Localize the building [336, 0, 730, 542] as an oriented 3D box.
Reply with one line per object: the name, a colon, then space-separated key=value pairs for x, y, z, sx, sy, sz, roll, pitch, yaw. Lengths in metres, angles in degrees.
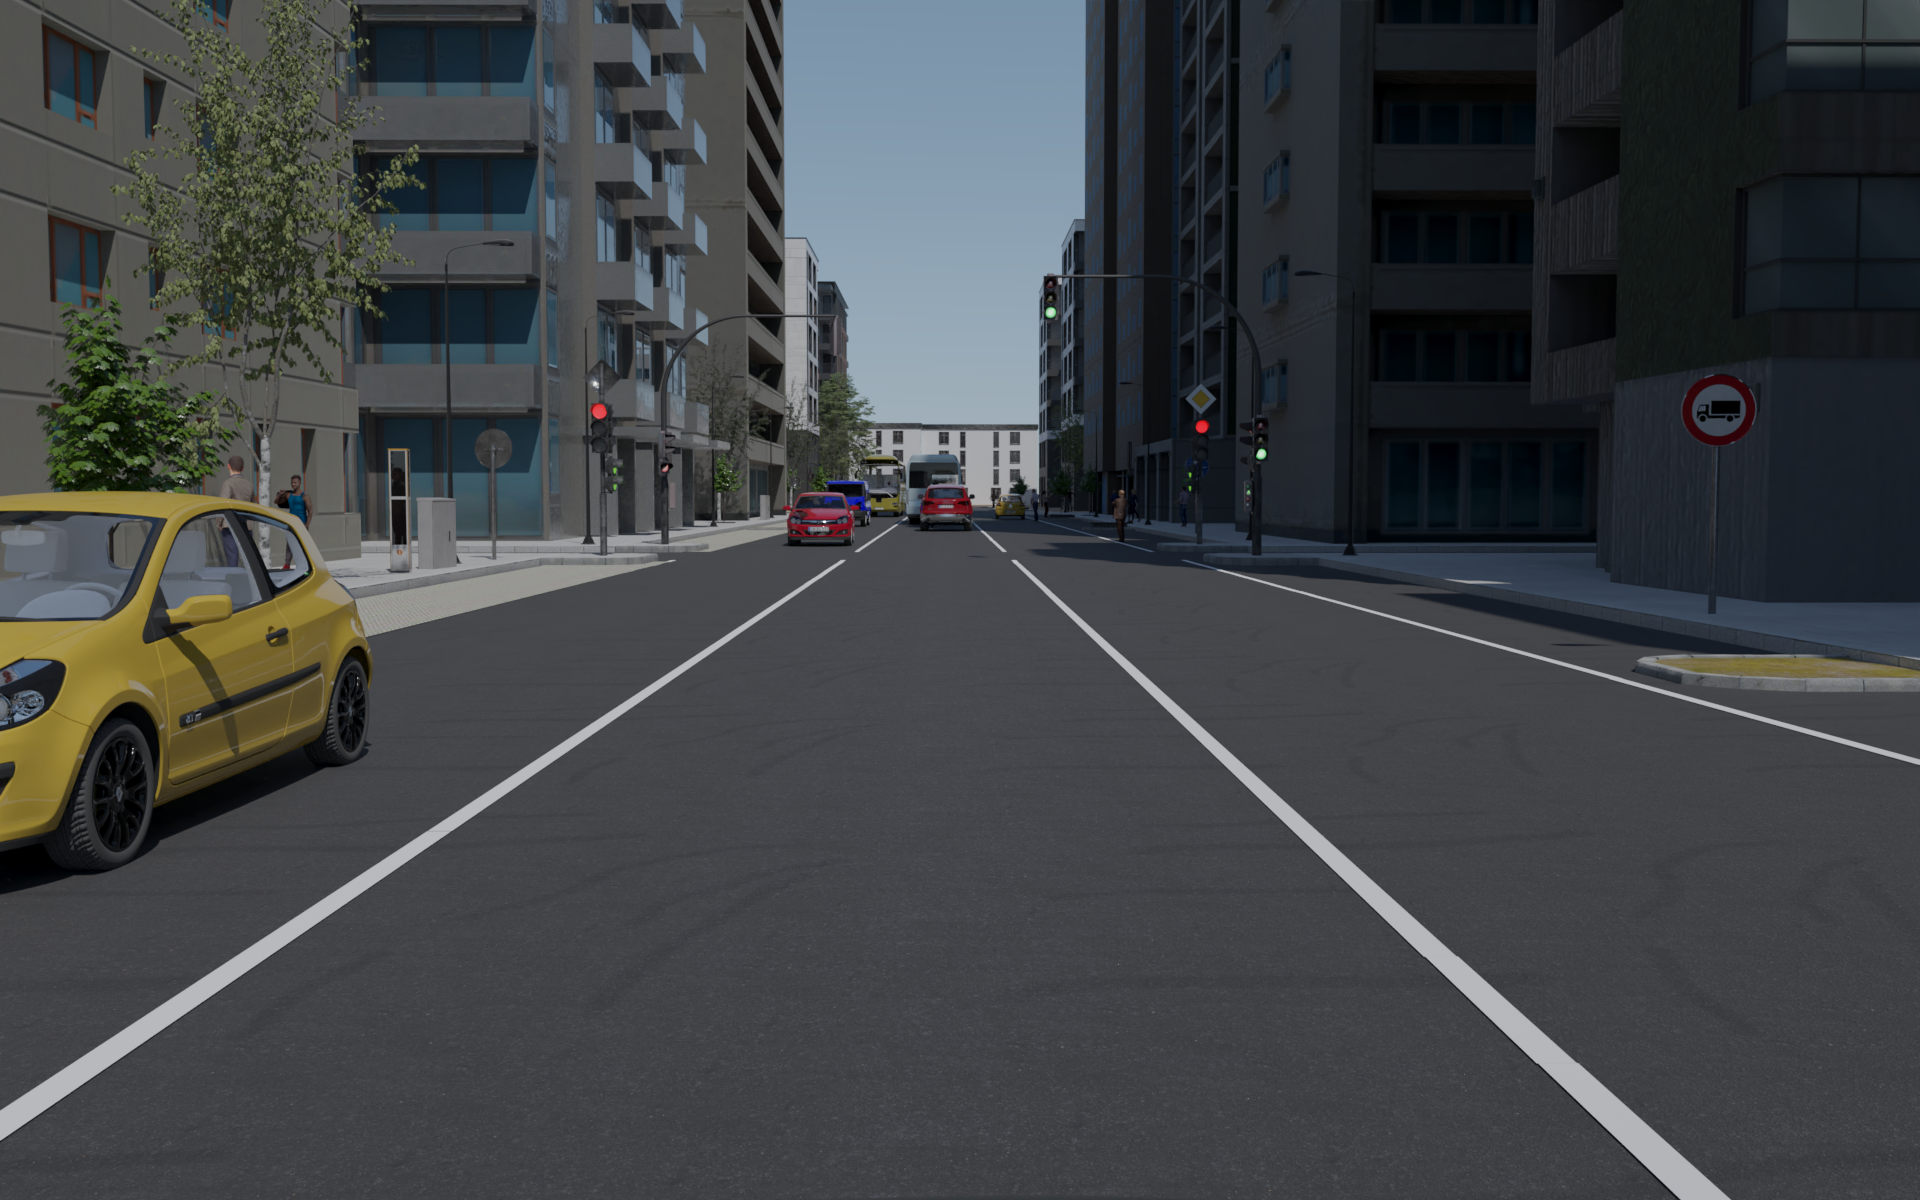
building: x=-20.847 y=-26.831 z=58.295 sx=23.786 sy=49.044 sz=30.456 roll=0 pitch=4 yaw=-1

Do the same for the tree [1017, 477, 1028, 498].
tree: x=7.041 y=-12.325 z=196.107 sx=1.663 sy=3.219 sz=1.824 roll=0 pitch=3 yaw=0

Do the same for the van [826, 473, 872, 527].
van: x=-5.027 y=-4.454 z=77.212 sx=2.240 sy=2.365 sz=5.245 roll=0 pitch=4 yaw=0

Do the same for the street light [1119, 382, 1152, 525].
street light: x=7.265 y=-6.064 z=71.693 sx=1.470 sy=5.913 sz=1.316 roll=0 pitch=4 yaw=-1

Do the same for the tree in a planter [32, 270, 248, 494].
tree in a planter: x=-6.898 y=-1.028 z=14.032 sx=1.991 sy=3.239 sz=1.994 roll=0 pitch=4 yaw=-1

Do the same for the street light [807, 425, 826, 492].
street light: x=-9.672 y=-8.763 z=115.820 sx=1.470 sy=5.913 sz=1.316 roll=0 pitch=4 yaw=-1

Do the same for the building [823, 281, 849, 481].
building: x=-28.400 y=-20.559 z=180.108 sx=32.646 sy=21.610 sz=27.936 roll=0 pitch=4 yaw=-1

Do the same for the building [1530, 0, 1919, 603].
building: x=16.455 y=-15.580 z=26.430 sx=14.160 sy=30.474 sz=14.107 roll=0 pitch=4 yaw=-1

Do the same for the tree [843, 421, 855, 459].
tree: x=-11.619 y=-12.541 z=155.414 sx=4.360 sy=8.622 sz=3.978 roll=0 pitch=3 yaw=0

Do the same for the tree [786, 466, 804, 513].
tree: x=-11.566 y=-7.523 z=117.602 sx=1.663 sy=3.219 sz=1.824 roll=0 pitch=3 yaw=0

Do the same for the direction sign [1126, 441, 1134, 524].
direction sign: x=7.315 y=-5.063 z=74.782 sx=0.379 sy=3.537 sz=0.876 roll=0 pitch=4 yaw=-4

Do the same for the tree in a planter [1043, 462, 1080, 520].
tree in a planter: x=5.605 y=-6.026 z=95.754 sx=1.991 sy=3.239 sz=1.994 roll=0 pitch=4 yaw=-1

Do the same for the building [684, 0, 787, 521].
building: x=-20.987 y=-28.659 z=92.275 sx=21.300 sy=48.544 sz=21.600 roll=0 pitch=4 yaw=-1

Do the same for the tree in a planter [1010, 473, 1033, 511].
tree in a planter: x=5.085 y=-9.093 z=145.886 sx=1.991 sy=3.239 sz=1.994 roll=0 pitch=4 yaw=-1

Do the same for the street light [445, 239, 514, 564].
street light: x=-8.821 y=-3.619 z=31.709 sx=1.470 sy=5.913 sz=1.316 roll=0 pitch=4 yaw=-1

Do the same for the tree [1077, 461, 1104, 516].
tree: x=7.813 y=-6.613 z=102.721 sx=1.663 sy=3.219 sz=1.824 roll=0 pitch=3 yaw=0

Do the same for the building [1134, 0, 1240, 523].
building: x=19.448 y=-39.162 z=78.546 sx=20.563 sy=71.187 sz=20.611 roll=0 pitch=4 yaw=-1

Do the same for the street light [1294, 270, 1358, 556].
street light: x=7.626 y=-3.886 z=36.069 sx=1.470 sy=5.913 sz=1.316 roll=0 pitch=4 yaw=-1

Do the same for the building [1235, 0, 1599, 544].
building: x=19.995 y=-26.305 z=53.783 sx=21.600 sy=48.544 sz=21.300 roll=0 pitch=4 yaw=-1

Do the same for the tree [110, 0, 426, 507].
tree: x=-9.359 y=-4.459 z=23.262 sx=4.737 sy=8.622 sz=4.395 roll=0 pitch=3 yaw=0

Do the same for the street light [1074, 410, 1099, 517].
street light: x=6.978 y=-7.517 z=95.440 sx=1.470 sy=5.913 sz=1.316 roll=0 pitch=4 yaw=-1

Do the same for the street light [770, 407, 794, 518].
street light: x=-9.501 y=-7.308 z=92.028 sx=1.470 sy=5.913 sz=1.316 roll=0 pitch=4 yaw=-1

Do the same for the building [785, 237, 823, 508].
building: x=-26.121 y=-17.846 z=135.749 sx=27.936 sy=21.610 sz=32.646 roll=0 pitch=4 yaw=-1

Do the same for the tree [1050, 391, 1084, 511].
tree: x=8.230 y=-10.666 z=124.750 sx=4.737 sy=8.622 sz=4.395 roll=0 pitch=3 yaw=0

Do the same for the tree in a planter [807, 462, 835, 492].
tree in a planter: x=-7.714 y=-6.055 z=96.221 sx=1.991 sy=3.239 sz=1.994 roll=0 pitch=4 yaw=-1

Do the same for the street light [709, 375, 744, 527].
street light: x=-9.095 y=-5.811 z=67.548 sx=1.470 sy=5.913 sz=1.316 roll=0 pitch=4 yaw=-1

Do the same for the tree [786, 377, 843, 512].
tree: x=-10.497 y=-9.708 z=109.089 sx=4.360 sy=8.622 sz=3.978 roll=0 pitch=3 yaw=0

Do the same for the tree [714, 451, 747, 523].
tree: x=-10.455 y=-4.993 z=76.236 sx=1.663 sy=3.219 sz=1.824 roll=0 pitch=3 yaw=0

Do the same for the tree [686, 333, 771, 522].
tree: x=-10.941 y=-7.930 z=80.019 sx=4.360 sy=8.622 sz=3.978 roll=0 pitch=3 yaw=0

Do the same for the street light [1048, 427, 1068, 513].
street light: x=6.736 y=-8.971 z=119.209 sx=1.470 sy=5.913 sz=1.316 roll=0 pitch=4 yaw=-1

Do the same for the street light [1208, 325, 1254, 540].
street light: x=7.527 y=-4.604 z=47.812 sx=1.470 sy=5.913 sz=1.316 roll=0 pitch=4 yaw=-1

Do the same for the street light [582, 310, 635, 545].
street light: x=-8.924 y=-4.367 z=43.947 sx=1.470 sy=5.913 sz=1.316 roll=0 pitch=4 yaw=-1

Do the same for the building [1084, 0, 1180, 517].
building: x=15.511 y=-28.216 z=111.448 sx=14.600 sy=45.320 sz=14.200 roll=0 pitch=4 yaw=-1

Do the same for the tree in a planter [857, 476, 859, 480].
tree in a planter: x=-8.227 y=-9.113 z=146.220 sx=1.991 sy=3.239 sz=1.994 roll=0 pitch=4 yaw=-1

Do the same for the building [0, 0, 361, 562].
building: x=-26.351 y=-10.716 z=20.242 sx=28.899 sy=21.520 sz=27.650 roll=0 pitch=4 yaw=-1

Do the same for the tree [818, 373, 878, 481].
tree: x=-11.501 y=-14.922 z=162.099 sx=7.486 sy=12.596 sz=7.792 roll=0 pitch=3 yaw=0

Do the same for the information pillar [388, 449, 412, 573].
information pillar: x=-9.123 y=-1.452 z=28.224 sx=0.304 sy=2.012 sz=0.304 roll=-1 pitch=4 yaw=-10
